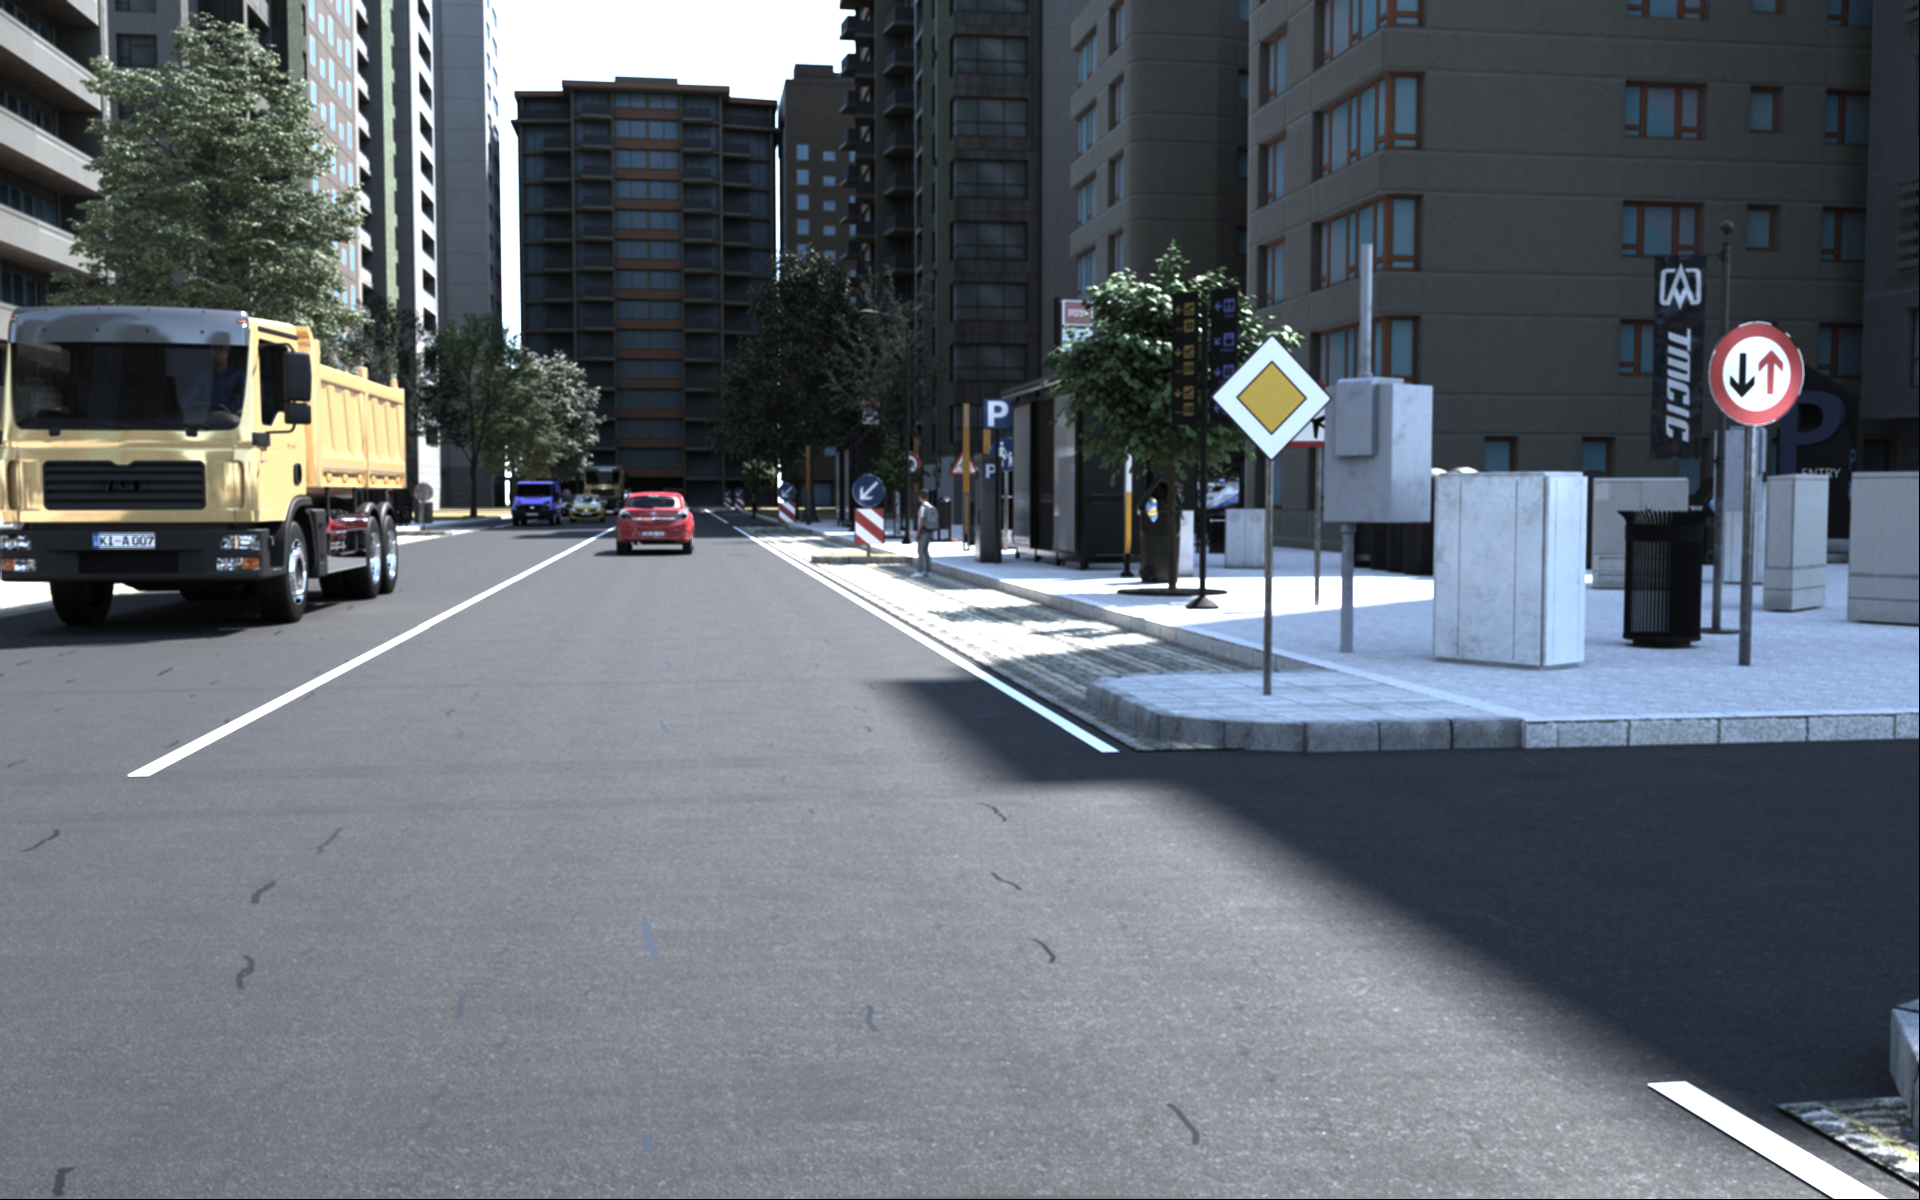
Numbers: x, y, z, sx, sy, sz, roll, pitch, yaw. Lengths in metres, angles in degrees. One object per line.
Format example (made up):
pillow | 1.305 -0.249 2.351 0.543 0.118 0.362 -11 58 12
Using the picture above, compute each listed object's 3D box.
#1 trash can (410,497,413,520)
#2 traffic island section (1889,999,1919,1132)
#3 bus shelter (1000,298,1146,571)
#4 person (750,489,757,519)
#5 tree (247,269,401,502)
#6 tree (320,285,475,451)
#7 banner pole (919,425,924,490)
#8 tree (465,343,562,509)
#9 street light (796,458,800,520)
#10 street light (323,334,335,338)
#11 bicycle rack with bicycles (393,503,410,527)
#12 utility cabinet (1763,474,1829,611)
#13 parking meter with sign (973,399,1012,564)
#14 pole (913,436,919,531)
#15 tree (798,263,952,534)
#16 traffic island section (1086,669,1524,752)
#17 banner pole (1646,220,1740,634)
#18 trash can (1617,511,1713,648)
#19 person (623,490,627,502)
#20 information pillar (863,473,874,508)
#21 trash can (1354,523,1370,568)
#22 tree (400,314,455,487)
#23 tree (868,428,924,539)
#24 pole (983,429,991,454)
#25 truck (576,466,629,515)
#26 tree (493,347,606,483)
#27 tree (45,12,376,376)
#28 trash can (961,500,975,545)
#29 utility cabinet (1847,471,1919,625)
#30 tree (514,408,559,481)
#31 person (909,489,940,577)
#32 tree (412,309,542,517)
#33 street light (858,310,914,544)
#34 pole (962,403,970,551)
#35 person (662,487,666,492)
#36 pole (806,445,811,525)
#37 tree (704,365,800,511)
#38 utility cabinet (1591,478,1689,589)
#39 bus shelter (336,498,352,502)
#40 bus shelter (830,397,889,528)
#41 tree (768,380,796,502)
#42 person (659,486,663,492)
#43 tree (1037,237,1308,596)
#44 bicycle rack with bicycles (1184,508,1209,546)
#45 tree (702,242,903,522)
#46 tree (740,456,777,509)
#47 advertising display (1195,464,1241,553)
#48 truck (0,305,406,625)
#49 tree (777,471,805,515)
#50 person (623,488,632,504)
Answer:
trash can | -25.821 -4.218 80.619 0.748 1.137 0.748 0 3 0
traffic island section | 3.261 1.167 3.197 2.009 0.180 2.903 -1 4 -9
bus shelter | 2.122 -3.398 33.181 2.179 5.291 8.768 -1 4 -9
person | -12.171 -5.646 101.529 0.721 1.735 1.217 -1 4 -12
tree | -20.675 -6.373 54.555 4.360 8.622 3.978 0 3 0
tree | -25.378 -8.776 77.892 7.601 10.594 8.767 0 4 1
banner pole | -1.457 -4.459 62.917 0.401 3.779 0.863 -2 4 -27
tree | -33.949 -12.946 129.790 7.486 12.596 7.792 0 3 0
street light | -8.588 -6.902 85.384 1.470 5.913 1.316 -1 4 -9
street light | -18.795 -4.750 50.201 1.470 5.913 1.316 -1 4 -9
bicycle rack with bicycles | -23.045 -3.355 68.235 2.852 0.926 2.925 -2 4 -23
utility cabinet | 9.276 -0.645 19.229 0.318 1.500 1.173 3 5 43
parking meter with sign | 0.555 -2.222 32.597 0.543 3.016 1.738 -1 4 -9
pole | -1.523 -4.067 60.338 0.158 3.312 0.155 0 3 0
tree | -2.103 -6.376 54.618 4.360 8.622 3.978 0 3 0
traffic island section | 1.982 0.685 11.080 2.009 0.180 2.903 -1 4 -9
banner pole | 6.778 -1.587 15.965 0.863 3.779 0.401 0 4 7
trash can | 5.923 -0.180 14.590 0.748 1.137 0.748 0 3 0
person | -26.931 -8.002 140.065 0.721 1.736 1.217 0 4 8
information pillar | -3.251 -3.482 61.416 0.304 2.012 0.304 1 4 14
trash can | 7.131 -1.148 30.420 0.748 1.137 0.748 0 3 0
tree | -22.910 -7.317 69.988 4.360 8.622 3.978 0 3 0
tree | -1.787 -3.411 50.365 1.663 3.219 1.824 0 3 0
pole | 0.617 -2.809 39.776 0.158 3.312 0.155 0 3 0
truck | -24.758 -7.622 120.545 3.469 3.379 9.791 -1 4 -10
tree | -36.069 -14.959 151.233 9.857 13.997 8.962 0 3 0
tree | -17.584 -7.538 41.381 7.486 12.596 7.792 0 3 0
trash can | 0.388 -1.952 43.576 0.748 1.137 0.748 0 3 0
utility cabinet | 9.338 -0.502 16.894 0.318 1.500 1.173 -2 4 -35
tree | -35.464 -11.797 143.245 4.360 8.622 3.978 0 3 0
person | -0.626 -1.149 29.881 0.523 1.515 0.503 0 4 -7
tree | -27.311 -10.490 97.259 9.928 11.665 9.643 0 3 0
street light | -1.878 -4.368 43.958 1.470 5.913 1.316 -1 4 -9
pole | 0.140 -2.762 38.998 0.158 3.312 0.155 0 3 0
person | -15.638 -5.083 91.585 0.705 1.826 1.348 1 4 9
pole | -6.353 -4.813 72.540 0.158 3.312 0.155 0 3 0
tree | -15.512 -12.564 131.178 9.928 11.665 9.643 0 3 0
utility cabinet | 9.126 -0.892 23.267 1.173 1.500 0.318 1 4 17
bus shelter | -23.271 -4.400 63.222 1.731 3.624 6.357 -1 4 -9
bus shelter | -3.983 -5.600 69.189 2.179 5.291 8.768 -1 4 -9
tree | -10.456 -9.345 103.157 4.360 8.622 3.978 0 3 0
person | -15.975 -5.174 92.721 1.348 1.869 0.705 -1 4 -11
tree | 2.723 -2.367 22.415 4.285 4.588 4.351 0 3 0
bicycle rack with bicycles | 5.824 -1.839 43.446 2.925 0.926 2.852 1 4 19
tree | -7.015 -9.921 79.221 9.611 12.733 9.660 0 3 0
tree | -16.833 -9.852 144.789 4.285 4.588 4.351 0 3 0
advertising display | 5.580 -1.973 37.469 0.974 1.923 0.123 0 4 7
truck | -8.917 -1.547 21.221 3.469 3.379 9.791 -1 4 -8
tree | -10.484 -6.982 108.765 1.663 3.219 1.824 0 3 0
person | -16.228 -4.642 85.334 0.756 1.711 0.436 -1 4 -17
